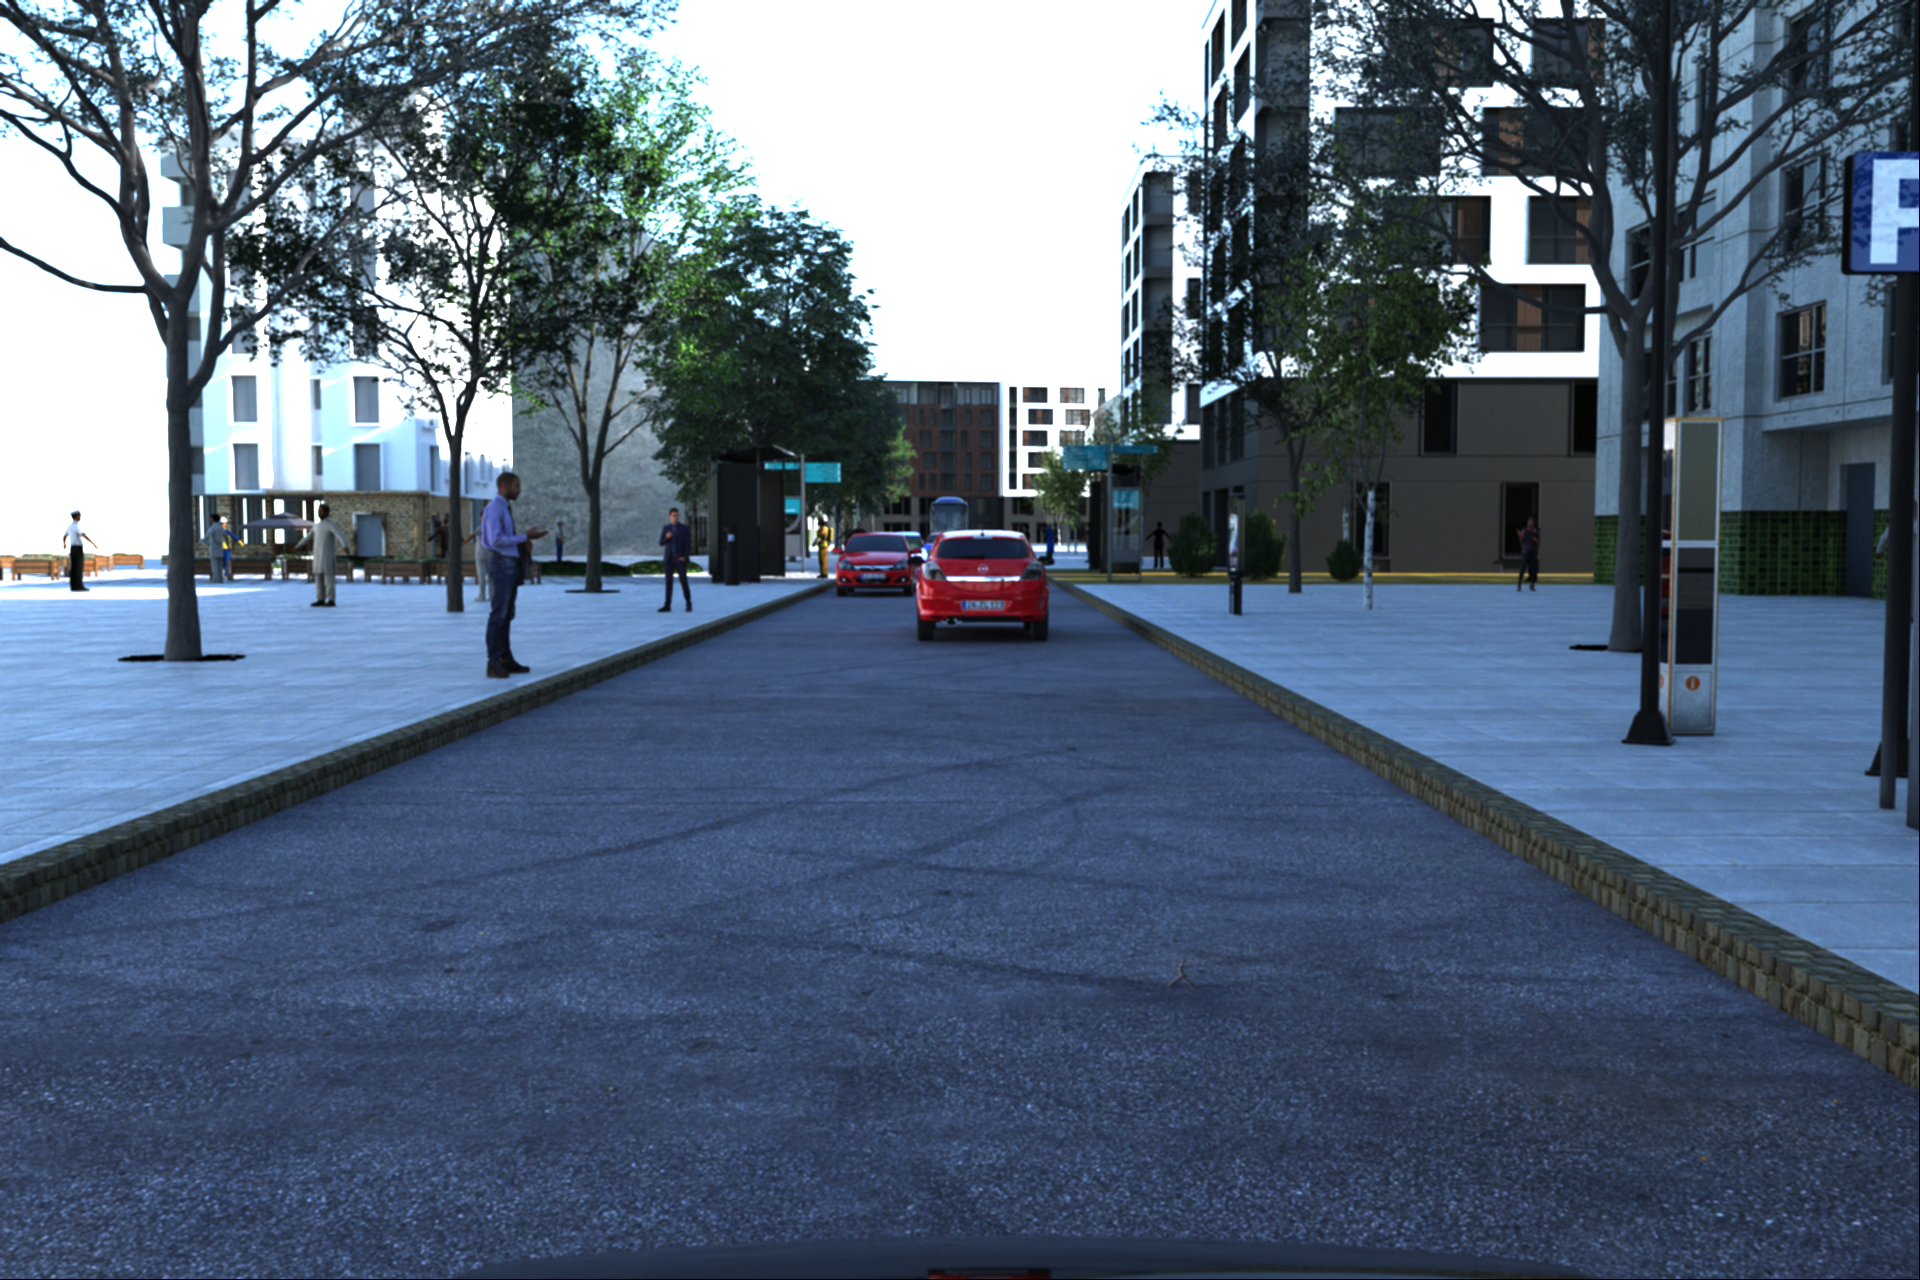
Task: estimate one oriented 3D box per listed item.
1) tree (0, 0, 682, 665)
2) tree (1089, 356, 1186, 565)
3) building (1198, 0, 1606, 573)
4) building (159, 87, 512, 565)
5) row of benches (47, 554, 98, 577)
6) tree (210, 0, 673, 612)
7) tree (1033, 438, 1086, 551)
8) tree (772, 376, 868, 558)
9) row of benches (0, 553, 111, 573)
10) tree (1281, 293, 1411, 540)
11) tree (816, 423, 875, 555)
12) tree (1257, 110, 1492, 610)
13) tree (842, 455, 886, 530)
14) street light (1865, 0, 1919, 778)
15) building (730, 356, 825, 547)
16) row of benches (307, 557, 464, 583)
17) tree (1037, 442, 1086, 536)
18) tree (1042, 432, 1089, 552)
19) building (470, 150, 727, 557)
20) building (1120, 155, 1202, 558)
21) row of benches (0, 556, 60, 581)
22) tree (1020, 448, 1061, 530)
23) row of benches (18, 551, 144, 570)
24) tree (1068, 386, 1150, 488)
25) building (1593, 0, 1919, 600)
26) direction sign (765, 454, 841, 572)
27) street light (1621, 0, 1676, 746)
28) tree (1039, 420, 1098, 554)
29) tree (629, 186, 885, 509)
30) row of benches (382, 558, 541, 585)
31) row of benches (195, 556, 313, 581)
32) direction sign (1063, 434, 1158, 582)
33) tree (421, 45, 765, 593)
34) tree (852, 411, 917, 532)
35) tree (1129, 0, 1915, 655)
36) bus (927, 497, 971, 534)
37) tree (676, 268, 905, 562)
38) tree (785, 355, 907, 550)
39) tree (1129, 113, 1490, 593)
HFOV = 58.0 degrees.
[{"bbox_3d":[-7.903,-6.544,17.372,12.009,13.543,11.850,0,3,0],"label":"tree"},{"bbox_3d":[7.480,-7.430,71.851,4.737,8.622,4.395,0,3,0],"label":"tree"},{"bbox_3d":[23.691,-13.981,72.568,27.936,21.610,32.646,0,3,0],"label":"building"},{"bbox_3d":[-27.703,-13.319,74.184,16.016,20.090,11.380,0,4,1],"label":"building"},{"bbox_3d":[-27.196,-2.296,52.995,1.422,0.672,4.104,-3,4,-38],"label":"row of benches"},{"bbox_3d":[-8.425,-5.724,27.993,8.767,10.594,7.601,1,4,8],"label":"tree"},{"bbox_3d":[7.566,-11.116,132.107,4.737,8.622,4.395,0,3,0],"label":"tree"},{"bbox_3d":[-8.604,-9.740,93.659,7.601,10.594,8.767,-1,4,-11],"label":"tree"},{"bbox_3d":[-30.456,-2.572,57.519,1.422,0.672,4.104,3,5,42],"label":"row of benches"},{"bbox_3d":[11.749,-6.236,52.314,4.360,8.622,3.978,0,3,0],"label":"tree"},{"bbox_3d":[-7.353,-9.447,104.828,4.360,8.622,3.978,0,3,0],"label":"tree"},{"bbox_3d":[6.980,-4.838,29.458,4.737,8.622,4.395,0,3,0],"label":"tree"},{"bbox_3d":[-7.505,-10.821,127.280,4.360,8.622,3.978,0,3,0],"label":"tree"},{"bbox_3d":[5.535,-2.233,9.048,1.470,5.913,1.316,0,4,1],"label":"street light"},{"bbox_3d":[-23.905,-19.546,186.036,16.747,18.905,31.486,0,4,0],"label":"building"},{"bbox_3d":[-15.247,-1.888,46.333,4.104,0.672,1.422,-1,4,-10],"label":"row of benches"},{"bbox_3d":[7.970,-11.469,137.875,4.737,8.622,4.395,0,3,0],"label":"tree"},{"bbox_3d":[7.877,-10.707,125.420,4.360,8.622,3.978,0,3,0],"label":"tree"},{"bbox_3d":[-24.836,-16.883,106.966,19.493,23.208,18.063,0,4,0],"label":"building"},{"bbox_3d":[23.878,-16.271,110.008,27.936,21.610,32.646,0,3,0],"label":"building"},{"bbox_3d":[-27.014,-1.980,47.830,4.104,0.672,1.422,-1,4,-14],"label":"row of benches"},{"bbox_3d":[7.808,-12.069,147.694,4.360,8.622,3.978,0,3,0],"label":"tree"},{"bbox_3d":[-31.184,-2.806,61.333,4.104,0.672,1.422,-3,4,-38],"label":"row of benches"},{"bbox_3d":[7.128,-8.321,86.410,4.360,8.622,3.978,0,3,0],"label":"tree"},{"bbox_3d":[24.560,-9.890,28.166,16.747,18.905,31.486,0,4,0],"label":"building"},{"bbox_3d":[-5.244,-4.256,58.348,2.525,3.948,1.411,0,4,0],"label":"direction sign"},{"bbox_3d":[4.780,-2.319,10.462,1.470,5.913,1.316,0,4,0],"label":"street light"},{"bbox_3d":[7.170,-9.795,110.509,4.737,8.622,4.395,0,3,0],"label":"tree"},{"bbox_3d":[-7.399,-9.665,64.672,9.857,13.997,8.962,0,3,0],"label":"tree"},{"bbox_3d":[-12.674,-1.766,44.330,4.104,0.672,1.422,0,4,4],"label":"row of benches"},{"bbox_3d":[-19.811,-1.992,48.039,4.104,0.672,1.422,-2,4,-31],"label":"row of benches"},{"bbox_3d":[4.004,-3.491,45.843,2.525,3.948,1.411,0,4,1],"label":"direction sign"},{"bbox_3d":[-8.001,-6.834,37.494,9.928,11.665,9.643,0,3,0],"label":"tree"},{"bbox_3d":[-7.277,-13.404,144.907,9.928,11.665,9.643,0,3,0],"label":"tree"},{"bbox_3d":[7.397,-6.625,18.687,12.009,13.543,11.850,0,3,0],"label":"tree"},{"bbox_3d":[-0.707,-7.803,119.133,2.896,3.916,12.251,0,3,0],"label":"bus"},{"bbox_3d":[-7.694,-10.312,78.979,12.009,13.543,11.850,0,3,0],"label":"tree"},{"bbox_3d":[-8.306,-12.826,116.357,9.857,13.997,8.962,0,3,0],"label":"tree"},{"bbox_3d":[7.511,-6.319,37.720,8.767,10.594,7.601,2,4,32],"label":"tree"}]
